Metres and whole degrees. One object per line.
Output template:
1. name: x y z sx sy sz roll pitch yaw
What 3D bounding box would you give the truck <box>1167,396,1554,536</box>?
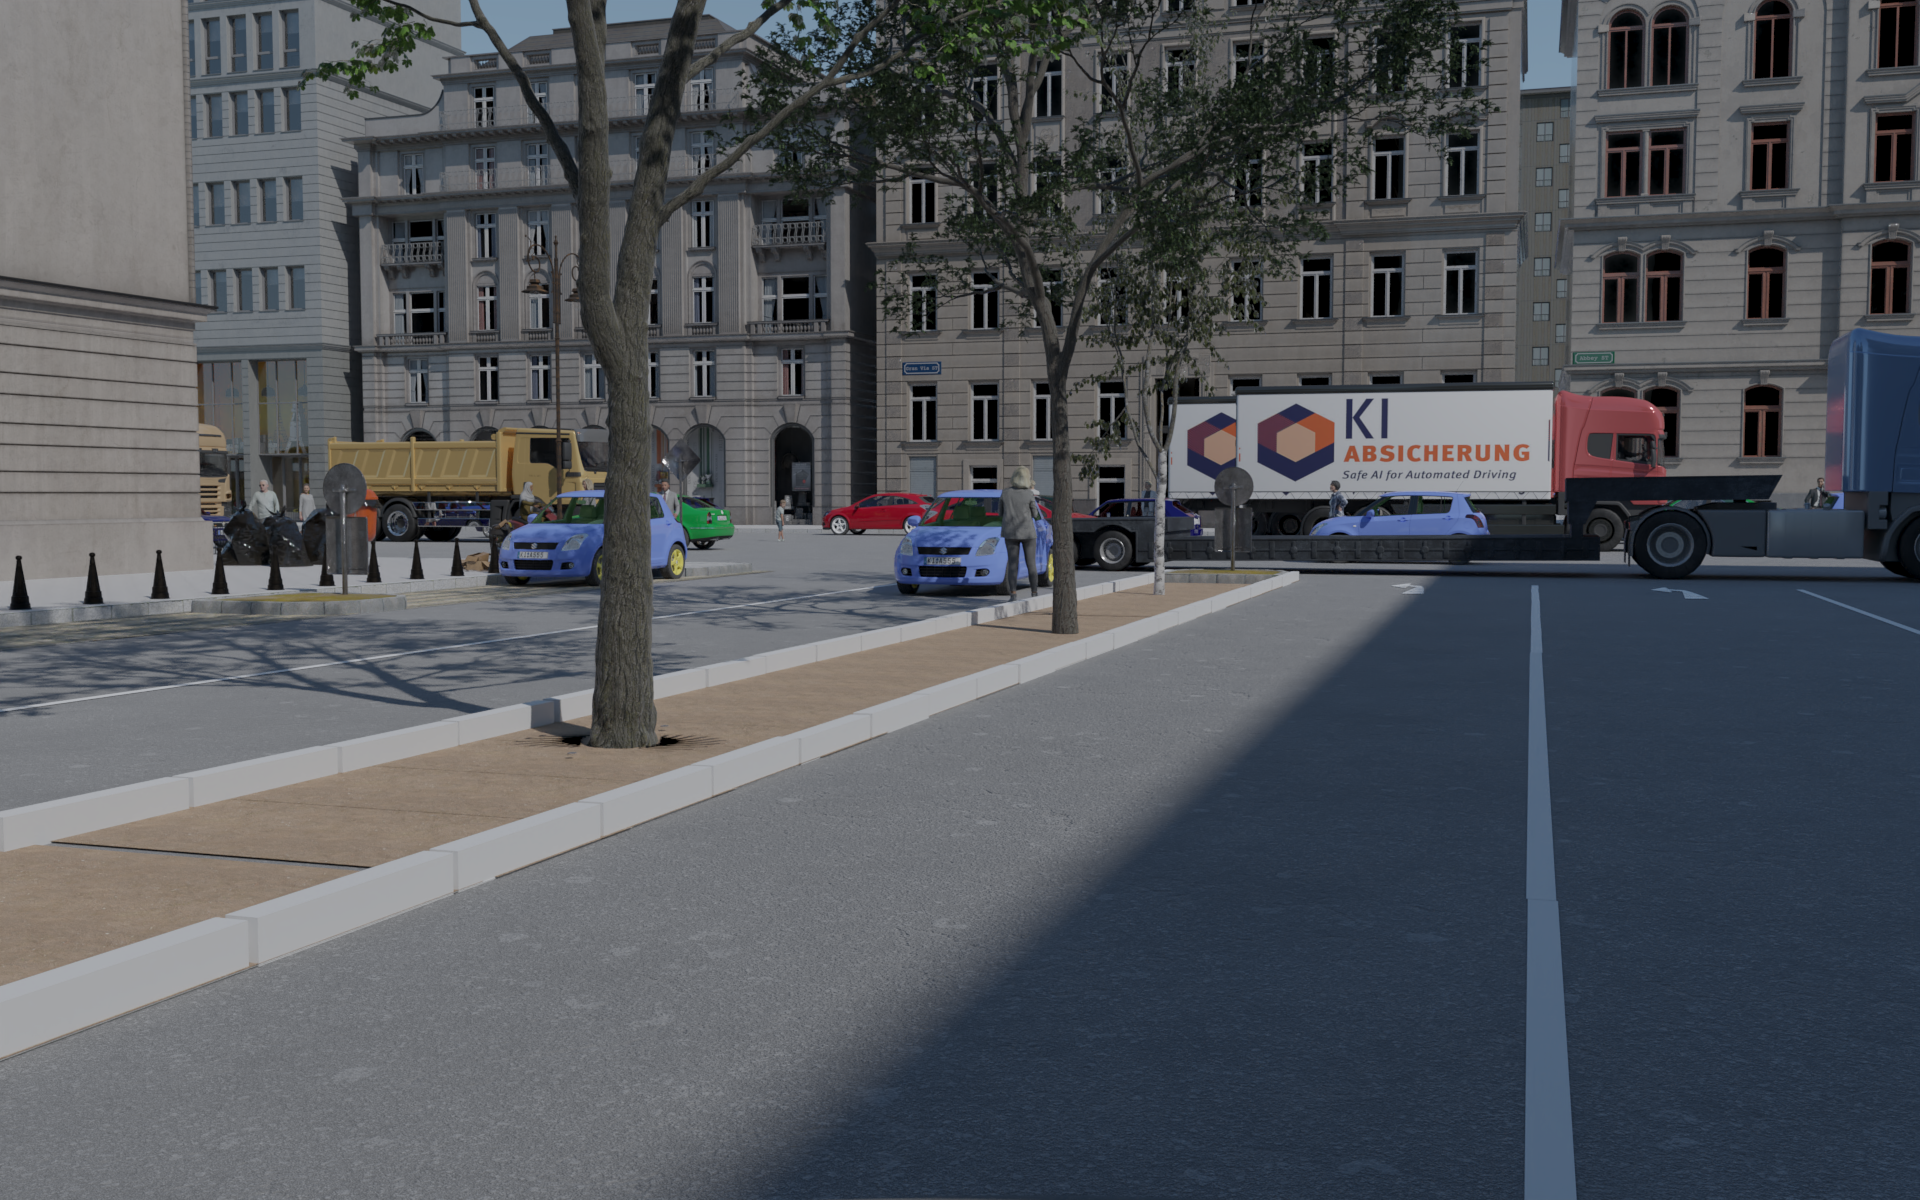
1. truck: 11.675 -3.694 49.311 11.283 4.237 2.839 1 4 20

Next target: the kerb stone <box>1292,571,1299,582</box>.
1. kerb stone: 5.397 -0.368 28.213 0.120 0.150 1.000 1 4 18

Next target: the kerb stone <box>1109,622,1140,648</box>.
1. kerb stone: 1.526 0.349 16.484 0.120 0.150 1.000 1 4 18

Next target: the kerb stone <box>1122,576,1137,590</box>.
1. kerb stone: 2.450 -0.231 25.973 0.120 0.150 1.000 1 4 18

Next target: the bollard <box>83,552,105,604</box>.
1. bollard: -10.125 -0.256 20.223 0.229 0.601 0.229 0 3 0

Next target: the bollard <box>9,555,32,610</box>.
1. bollard: -10.446 -0.196 19.238 0.229 0.601 0.229 0 3 0

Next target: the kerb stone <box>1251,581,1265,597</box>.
1. kerb stone: 4.102 -0.125 24.294 0.120 0.150 1.000 1 4 18

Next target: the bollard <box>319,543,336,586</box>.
1. bollard: -8.831 -0.496 24.144 0.229 0.601 0.229 0 3 0

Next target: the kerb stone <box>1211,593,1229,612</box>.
1. kerb stone: 3.139 0.051 21.367 0.120 0.150 1.000 1 4 18

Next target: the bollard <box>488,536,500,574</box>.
1. bollard: -7.540 -0.735 28.051 0.229 0.601 0.229 0 3 0

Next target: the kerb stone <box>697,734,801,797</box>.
1. kerb stone: -1.064 0.827 8.674 0.120 0.150 1.000 1 4 18

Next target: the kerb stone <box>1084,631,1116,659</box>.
1. kerb stone: 1.197 0.412 15.507 0.120 0.150 1.000 1 4 18

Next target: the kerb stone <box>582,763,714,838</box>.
1. kerb stone: -1.383 0.887 7.697 0.120 0.150 1.000 1 4 18

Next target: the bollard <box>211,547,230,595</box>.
1. bollard: -9.480 -0.375 22.178 0.229 0.601 0.229 0 3 0

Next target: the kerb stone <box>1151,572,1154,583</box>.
1. kerb stone: 3.091 -0.350 27.925 0.120 0.150 1.000 1 4 18

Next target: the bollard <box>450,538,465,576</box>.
1. bollard: -7.864 -0.675 27.076 0.229 0.601 0.229 0 3 0

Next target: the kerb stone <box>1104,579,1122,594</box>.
1. kerb stone: 2.124 -0.171 24.993 0.120 0.150 1.000 1 4 18

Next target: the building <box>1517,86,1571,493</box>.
1. building: 75.096 -38.805 223.696 27.495 52.752 28.713 1 4 18

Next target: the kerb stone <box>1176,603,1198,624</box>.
1. kerb stone: 2.488 0.170 19.420 0.120 0.150 1.000 1 4 18

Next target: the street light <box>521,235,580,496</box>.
1. street light: -7.215 -3.566 31.093 0.468 5.910 1.993 1 4 18

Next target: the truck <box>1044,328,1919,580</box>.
1. truck: 9.296 -2.515 30.883 18.799 4.110 2.967 1 4 19

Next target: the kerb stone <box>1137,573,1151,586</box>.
1. kerb stone: 2.766 -0.286 26.950 0.120 0.150 1.000 1 4 18

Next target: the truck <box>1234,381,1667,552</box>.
1. truck: 12.898 -3.418 44.804 11.283 4.237 2.839 1 4 17

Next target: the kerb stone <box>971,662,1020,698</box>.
1. kerb stone: 0.222 0.591 12.583 0.120 0.150 1.000 1 4 18

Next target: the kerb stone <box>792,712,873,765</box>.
1. kerb stone: -0.738 0.775 9.650 0.120 0.150 1.000 1 4 18

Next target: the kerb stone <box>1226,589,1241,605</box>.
1. kerb stone: 3.452 -0.009 22.345 0.120 0.150 1.000 1 4 18

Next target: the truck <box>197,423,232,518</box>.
1. truck: -29.732 -4.312 59.412 11.283 4.237 2.839 1 4 20

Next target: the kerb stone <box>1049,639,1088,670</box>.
1. kerb stone: 0.873 0.469 14.533 0.120 0.150 1.000 1 4 18

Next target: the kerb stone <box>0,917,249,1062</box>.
1. kerb stone: -2.356 1.066 4.760 0.120 0.150 1.000 1 4 18

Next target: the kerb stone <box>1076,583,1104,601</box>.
1. kerb stone: 1.791 -0.110 24.010 0.120 0.150 1.000 1 4 18

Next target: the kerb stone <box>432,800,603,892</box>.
1. kerb stone: -1.703 0.947 6.716 0.120 0.150 1.000 1 4 18

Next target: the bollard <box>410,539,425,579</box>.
1. bollard: -8.186 -0.615 26.094 0.229 0.601 0.229 0 3 0

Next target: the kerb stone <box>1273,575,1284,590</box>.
1. kerb stone: 4.750 -0.248 26.264 0.120 0.150 1.000 1 4 18

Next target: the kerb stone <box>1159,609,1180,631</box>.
1. kerb stone: 2.163 0.235 18.446 0.120 0.150 1.000 1 4 18

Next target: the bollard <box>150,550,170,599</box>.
1. bollard: -9.800 -0.316 21.202 0.229 0.601 0.229 0 3 0

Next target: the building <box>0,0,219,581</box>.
1. building: -22.817 -9.951 27.331 19.286 19.102 10.561 1 4 18

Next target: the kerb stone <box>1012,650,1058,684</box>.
1. kerb stone: 0.558 0.528 13.556 0.120 0.150 1.000 1 4 18

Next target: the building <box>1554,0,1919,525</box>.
1. building: 33.694 -16.812 62.265 23.554 28.519 14.401 1 4 18

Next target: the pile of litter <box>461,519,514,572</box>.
1. pile of litter: -8.024 -0.942 29.367 1.176 0.858 1.719 1 4 10

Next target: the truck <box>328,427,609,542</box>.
1. truck: -14.094 -3.421 51.863 9.791 3.379 3.469 1 4 19

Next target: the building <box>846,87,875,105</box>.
1. building: -12.935 -32.953 188.888 14.200 45.320 14.600 1 4 18

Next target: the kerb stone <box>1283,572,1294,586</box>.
1. kerb stone: 5.080 -0.307 27.236 0.120 0.150 1.000 1 4 18

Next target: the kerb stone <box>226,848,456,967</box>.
1. kerb stone: -2.026 1.007 5.739 0.120 0.150 1.000 1 4 18

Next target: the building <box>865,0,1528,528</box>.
1. building: 9.903 -16.670 69.811 25.104 27.353 12.463 1 4 18

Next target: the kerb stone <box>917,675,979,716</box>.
1. kerb stone: -0.099 0.648 11.604 0.120 0.150 1.000 1 4 18

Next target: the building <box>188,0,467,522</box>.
1. building: -40.368 -18.838 85.498 29.804 29.767 11.434 1 4 18

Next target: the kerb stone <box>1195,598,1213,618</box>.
1. kerb stone: 2.807 0.110 20.396 0.120 0.150 1.000 1 4 18

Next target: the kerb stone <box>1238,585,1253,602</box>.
1. kerb stone: 3.773 -0.069 23.320 0.120 0.150 1.000 1 4 18

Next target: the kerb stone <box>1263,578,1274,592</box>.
1. kerb stone: 4.417 -0.187 25.281 0.120 0.150 1.000 1 4 18

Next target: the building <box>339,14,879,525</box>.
1. building: -13.729 -14.480 78.549 24.055 21.916 13.314 1 4 18

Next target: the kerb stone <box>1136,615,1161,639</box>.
1. kerb stone: 1.842 0.289 17.463 0.120 0.150 1.000 1 4 18

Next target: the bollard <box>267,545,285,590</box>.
1. bollard: -9.156 -0.435 23.155 0.229 0.601 0.229 0 3 0

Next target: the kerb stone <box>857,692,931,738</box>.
1. kerb stone: -0.413 0.709 10.624 0.120 0.150 1.000 1 4 18

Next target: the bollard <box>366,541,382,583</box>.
1. bollard: -8.506 -0.555 25.118 0.229 0.601 0.229 0 3 0
